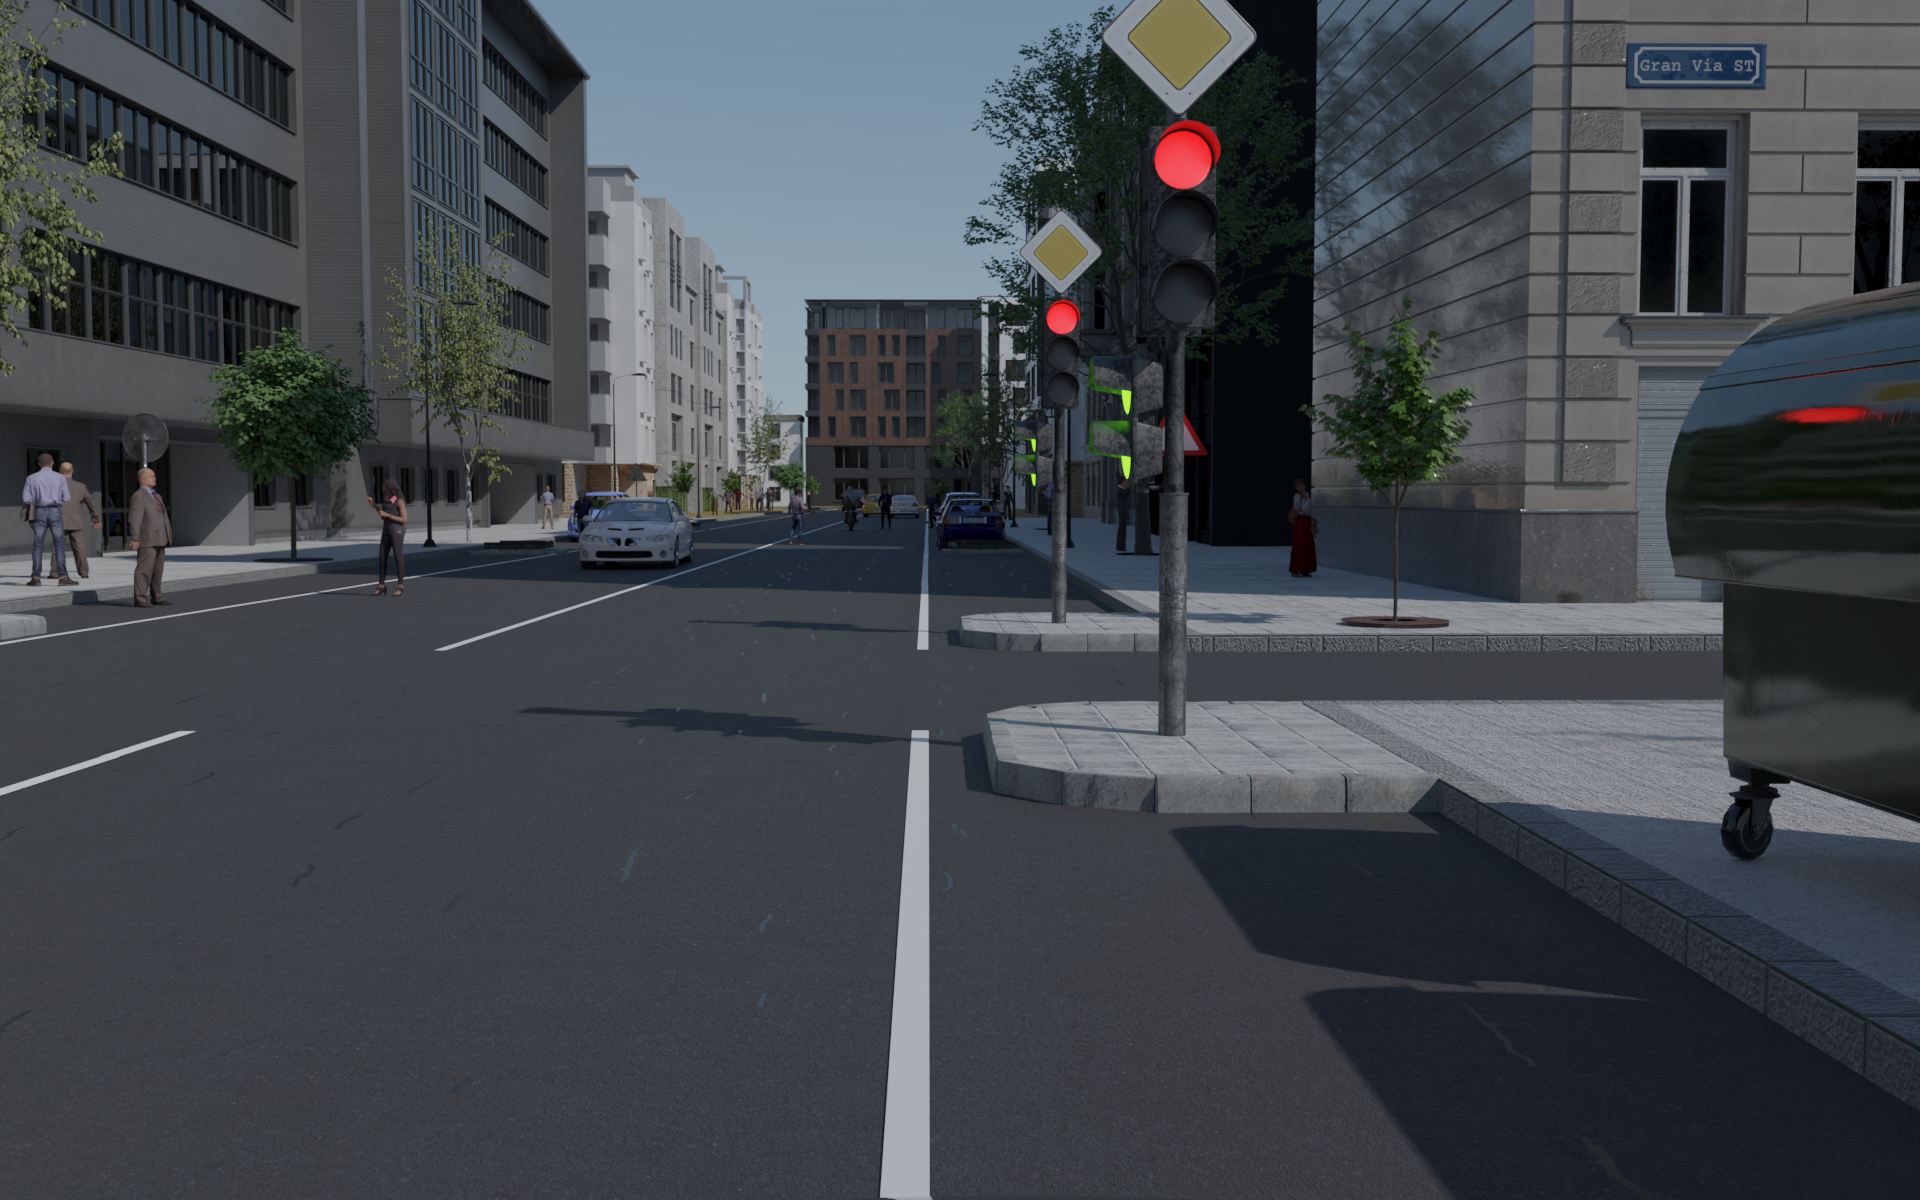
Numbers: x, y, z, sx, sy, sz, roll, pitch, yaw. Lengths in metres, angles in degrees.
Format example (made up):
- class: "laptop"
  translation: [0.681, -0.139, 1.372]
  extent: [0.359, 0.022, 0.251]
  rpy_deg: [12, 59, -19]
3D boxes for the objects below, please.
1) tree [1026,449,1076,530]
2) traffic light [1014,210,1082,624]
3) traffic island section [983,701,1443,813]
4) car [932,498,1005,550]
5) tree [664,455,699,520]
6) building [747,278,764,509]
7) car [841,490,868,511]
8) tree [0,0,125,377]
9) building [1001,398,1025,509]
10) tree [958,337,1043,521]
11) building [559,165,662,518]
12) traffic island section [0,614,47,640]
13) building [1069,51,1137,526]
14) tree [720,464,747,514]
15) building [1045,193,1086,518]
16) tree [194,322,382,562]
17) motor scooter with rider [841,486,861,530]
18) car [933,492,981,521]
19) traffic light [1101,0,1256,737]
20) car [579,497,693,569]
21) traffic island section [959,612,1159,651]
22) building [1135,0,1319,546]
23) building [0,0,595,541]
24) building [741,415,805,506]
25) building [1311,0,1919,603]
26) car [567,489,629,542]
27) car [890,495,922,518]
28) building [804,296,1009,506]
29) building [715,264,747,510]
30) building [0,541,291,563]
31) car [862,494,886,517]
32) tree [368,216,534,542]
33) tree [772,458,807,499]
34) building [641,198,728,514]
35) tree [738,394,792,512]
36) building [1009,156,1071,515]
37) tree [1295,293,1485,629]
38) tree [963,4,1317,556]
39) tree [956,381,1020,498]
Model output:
- class: "tree"
  translation: [3.052, -4.133, 62.174]
  extent: [1.663, 3.219, 1.824]
  rpy_deg: [0, 3, 0]
- class: "traffic light"
  translation: [0.964, -1.704, 17.100]
  extent: [0.839, 4.213, 0.868]
  rpy_deg: [0, 4, -1]
- class: "traffic island section"
  translation: [1.151, 0.798, 9.229]
  extent: [2.009, 0.180, 2.903]
  rpy_deg: [0, 4, -1]
- class: "car"
  translation: [0.256, -2.027, 45.730]
  extent: [1.945, 1.354, 3.894]
  rpy_deg: [0, 4, -2]
- class: "tree"
  translation: [-13.887, -5.639, 86.796]
  extent: [1.663, 3.219, 1.824]
  rpy_deg: [0, 3, 0]
- class: "building"
  translation: [-23.886, -18.369, 156.756]
  extent: [11.380, 20.091, 16.016]
  rpy_deg: [0, 4, -1]
- class: "car"
  translation: [-8.835, -8.400, 146.019]
  extent: [2.281, 1.827, 5.304]
  rpy_deg: [0, 4, 0]
- class: "tree"
  translation: [-12.664, -4.366, 21.751]
  extent: [4.737, 8.622, 4.395]
  rpy_deg: [0, 3, 0]
- class: "building"
  translation: [8.771, -12.841, 152.095]
  extent: [9.099, 9.664, 28.070]
  rpy_deg: [0, 4, -1]
- class: "tree"
  translation: [1.960, -7.931, 80.038]
  extent: [4.737, 8.622, 4.395]
  rpy_deg: [0, 3, 0]
- class: "building"
  translation: [-25.499, -14.755, 97.663]
  extent: [16.016, 20.091, 11.380]
  rpy_deg: [0, 4, -1]
- class: "traffic island section"
  translation: [-10.435, 0.322, 17.009]
  extent: [2.009, 0.180, 2.903]
  rpy_deg: [0, 4, -1]
- class: "building"
  translation: [12.053, -15.644, 74.858]
  extent: [14.460, 24.649, 34.723]
  rpy_deg: [0, 4, -1]
- class: "tree"
  translation: [-14.941, -7.240, 112.973]
  extent: [1.663, 3.219, 1.824]
  rpy_deg: [0, 3, 0]
- class: "building"
  translation: [13.025, -14.872, 99.571]
  extent: [16.016, 20.091, 11.380]
  rpy_deg: [0, 4, -1]
- class: "tree"
  translation: [-12.914, -3.027, 33.203]
  extent: [4.285, 4.588, 4.351]
  rpy_deg: [0, 3, 0]
- class: "motor scooter with rider"
  translation: [-4.298, -3.655, 68.724]
  extent: [0.876, 1.779, 1.986]
  rpy_deg: [0, 4, -3]
- class: "car"
  translation: [0.070, -3.027, 59.086]
  extent: [1.945, 1.707, 3.694]
  rpy_deg: [0, 4, -3]
- class: "traffic light"
  translation: [1.111, -1.215, 9.116]
  extent: [0.839, 4.213, 0.868]
  rpy_deg: [0, 4, -1]
- class: "car"
  translation: [-6.457, -1.378, 34.888]
  extent: [2.083, 1.381, 4.827]
  rpy_deg: [0, 4, -3]
- class: "traffic island section"
  translation: [1.004, 0.310, 17.213]
  extent: [2.009, 0.180, 2.903]
  rpy_deg: [0, 4, -1]
- class: "building"
  translation: [12.168, -13.455, 49.665]
  extent: [12.332, 23.373, 15.834]
  rpy_deg: [0, 4, -1]
- class: "building"
  translation: [-23.592, -15.006, 64.417]
  extent: [14.314, 24.678, 30.058]
  rpy_deg: [0, 4, -1]
- class: "building"
  translation: [-30.812, -14.766, 183.563]
  extent: [28.070, 9.664, 9.099]
  rpy_deg: [0, 4, -1]
- class: "building"
  translation: [18.574, -13.948, 25.322]
  extent: [25.104, 27.353, 12.463]
  rpy_deg: [0, 4, -1]
- class: "car"
  translation: [-10.805, -2.632, 52.632]
  extent: [1.945, 1.707, 3.694]
  rpy_deg: [0, 4, -1]
- class: "car"
  translation: [-3.342, -5.586, 103.692]
  extent: [2.083, 1.381, 4.827]
  rpy_deg: [0, 4, -1]
- class: "building"
  translation: [-0.176, -21.314, 192.462]
  extent: [32.646, 21.610, 27.936]
  rpy_deg: [0, 4, -1]
- class: "building"
  translation: [-26.197, -17.381, 140.598]
  extent: [16.016, 20.091, 11.380]
  rpy_deg: [0, 4, -1]
- class: "building"
  translation: [-23.141, -13.128, 33.715]
  extent: [14.314, 24.678, 30.058]
  rpy_deg: [0, 4, -1]
- class: "car"
  translation: [-5.138, -5.989, 108.138]
  extent: [2.015, 1.641, 3.980]
  rpy_deg: [0, 4, 0]
- class: "tree"
  translation: [-13.117, -5.824, 45.583]
  extent: [4.737, 8.622, 4.395]
  rpy_deg: [0, 3, 0]
- class: "tree"
  translation: [-15.285, -10.532, 155.907]
  extent: [4.285, 4.588, 4.351]
  rpy_deg: [0, 3, 0]
- class: "building"
  translation: [-26.219, -15.461, 119.238]
  extent: [16.747, 18.905, 31.486]
  rpy_deg: [0, 4, -1]
- class: "tree"
  translation: [-14.471, -10.824, 127.340]
  extent: [4.737, 8.622, 4.395]
  rpy_deg: [0, 3, 0]
- class: "building"
  translation: [18.361, -16.980, 121.598]
  extent: [27.936, 21.610, 32.646]
  rpy_deg: [0, 4, -1]
- class: "tree"
  translation: [4.304, -1.356, 16.770]
  extent: [1.663, 3.219, 1.824]
  rpy_deg: [0, 3, 0]
- class: "tree"
  translation: [3.904, -6.753, 36.168]
  extent: [9.928, 11.665, 9.643]
  rpy_deg: [0, 3, 0]
- class: "tree"
  translation: [1.797, -9.948, 113.008]
  extent: [4.360, 8.622, 3.978]
  rpy_deg: [0, 3, 0]
